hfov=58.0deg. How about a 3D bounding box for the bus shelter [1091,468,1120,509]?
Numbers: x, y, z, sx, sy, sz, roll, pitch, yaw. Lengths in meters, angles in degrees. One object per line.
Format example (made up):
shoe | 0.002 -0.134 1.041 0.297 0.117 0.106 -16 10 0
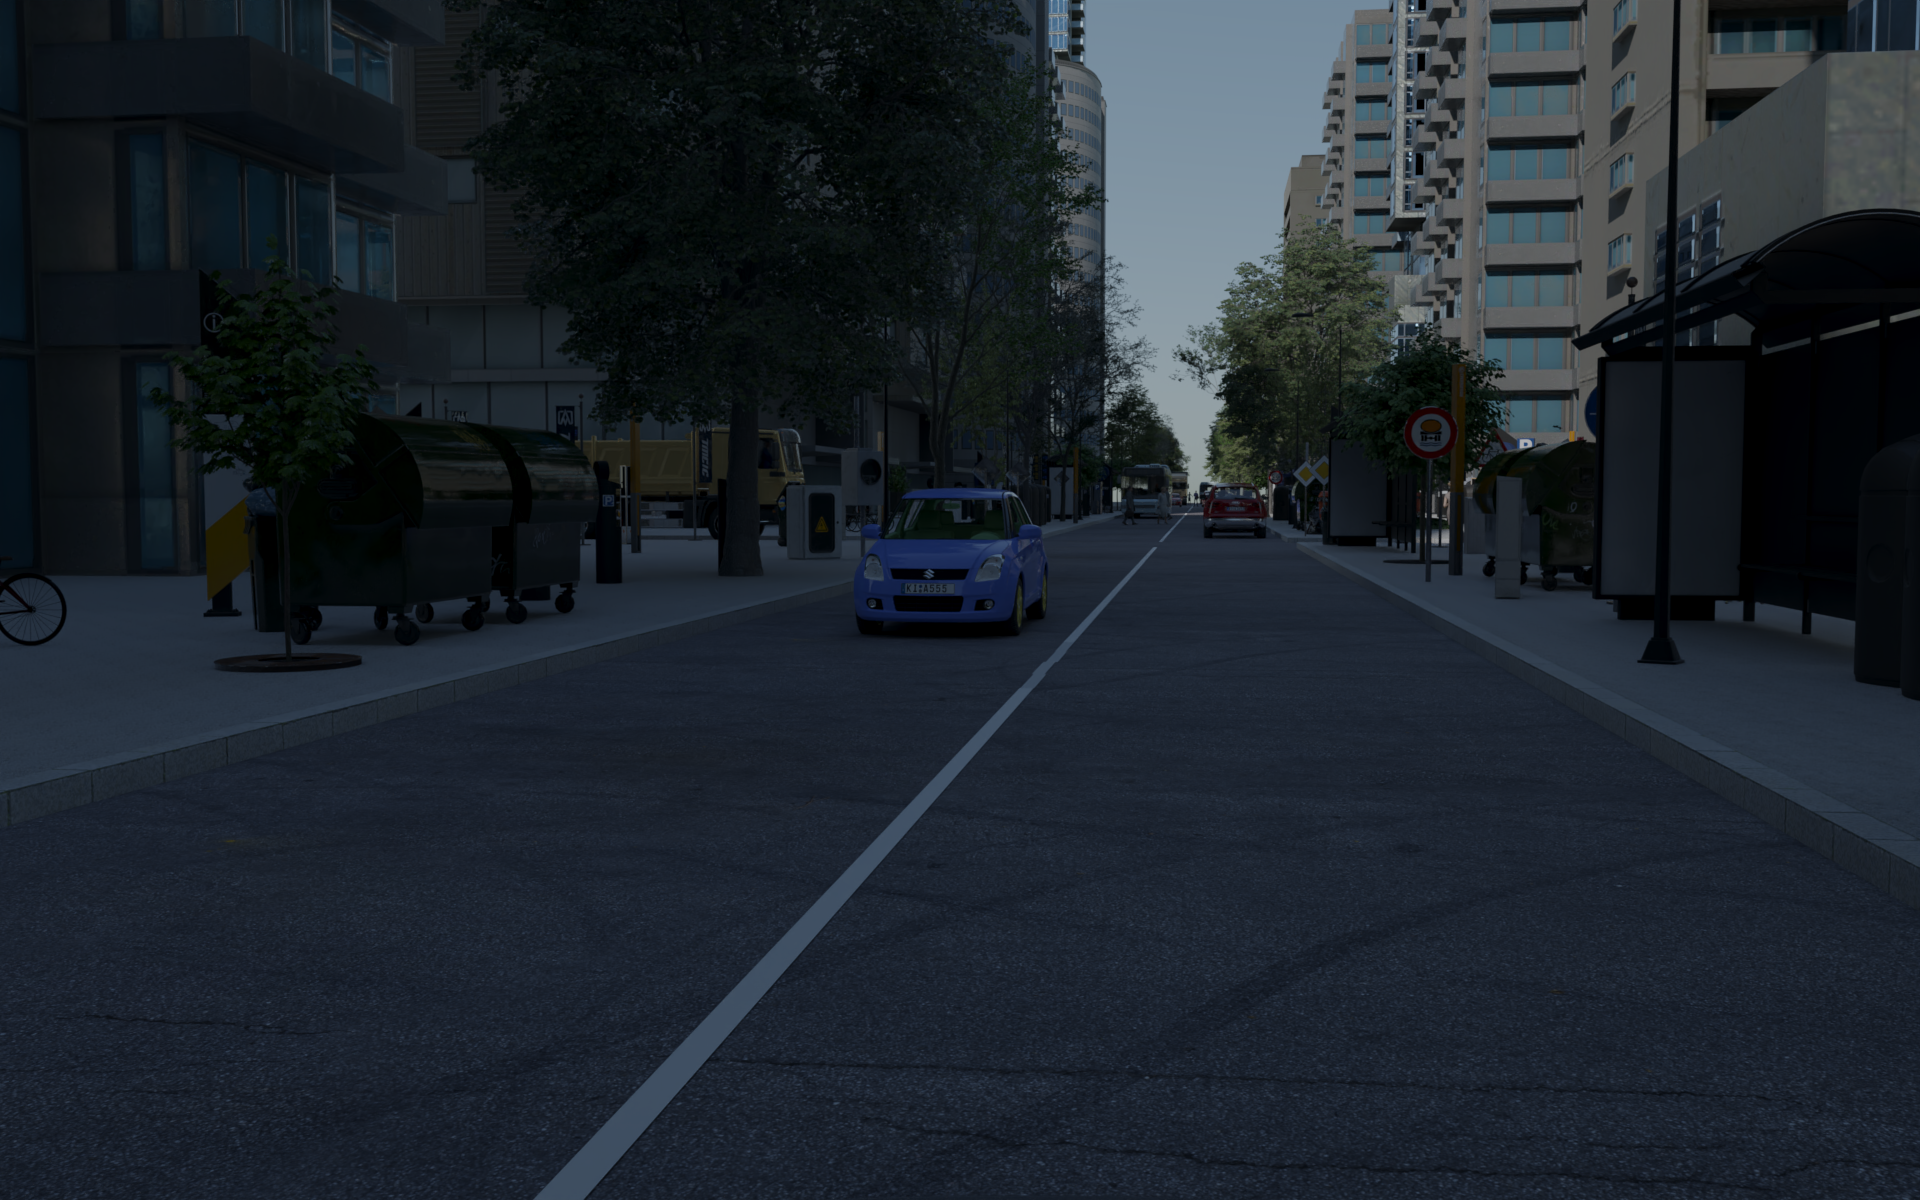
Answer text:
bus shelter | 10.256 -7.933 123.626 2.014 3.302 5.546 0 4 8

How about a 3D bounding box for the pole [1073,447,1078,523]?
pole | 5.050 -5.002 75.621 0.158 3.312 0.155 0 3 0

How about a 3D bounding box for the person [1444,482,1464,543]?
person | 13.290 -2.303 46.488 0.599 1.781 0.374 1 4 17

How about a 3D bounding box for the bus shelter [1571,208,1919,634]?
bus shelter | 6.898 -1.292 15.042 2.014 3.302 5.546 1 4 8

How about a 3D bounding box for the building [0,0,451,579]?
building | -25.743 -24.950 27.534 30.456 49.044 23.786 0 4 8

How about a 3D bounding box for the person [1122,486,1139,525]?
person | 7.920 -4.396 80.479 0.767 1.812 0.694 1 4 9

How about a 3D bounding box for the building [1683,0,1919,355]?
building | 23.008 -43.053 16.596 22.319 86.520 31.000 0 4 8

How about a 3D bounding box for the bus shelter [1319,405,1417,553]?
bus shelter | 9.463 -2.814 39.939 2.014 3.302 5.546 1 4 8

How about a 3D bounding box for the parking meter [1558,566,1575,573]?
parking meter | 9.898 -1.212 28.220 0.372 1.533 0.369 0 3 0

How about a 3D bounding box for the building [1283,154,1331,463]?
building | 56.336 -37.822 242.087 21.300 48.544 21.600 0 4 8

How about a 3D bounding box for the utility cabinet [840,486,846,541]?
utility cabinet | -3.710 -2.349 47.085 1.173 1.500 0.318 -1 4 -9

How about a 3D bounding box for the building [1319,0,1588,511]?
building | 48.123 -33.942 174.559 23.786 49.044 30.456 0 4 8

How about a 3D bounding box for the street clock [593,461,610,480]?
street clock | -7.786 -2.021 37.622 0.358 2.002 0.471 -2 4 -31

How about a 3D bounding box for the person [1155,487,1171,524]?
person | 9.699 -4.520 82.750 0.694 1.780 0.624 -1 4 -20

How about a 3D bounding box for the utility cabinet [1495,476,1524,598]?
utility cabinet | 6.869 -0.793 21.644 0.318 1.500 1.173 1 4 18

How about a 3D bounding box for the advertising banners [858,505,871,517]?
advertising banners | -5.819 -6.201 97.566 2.074 3.025 0.090 3 5 40

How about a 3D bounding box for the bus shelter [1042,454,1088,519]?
bus shelter | 5.478 -5.869 89.883 2.014 3.302 5.546 0 4 8

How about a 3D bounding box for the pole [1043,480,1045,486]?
pole | 5.144 -6.877 106.288 0.158 3.312 0.155 0 3 0

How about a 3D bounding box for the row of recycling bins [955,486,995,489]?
row of recycling bins | 1.309 -4.957 88.163 3.534 1.692 1.069 0 4 4

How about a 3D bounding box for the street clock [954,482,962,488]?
street clock | -0.101 -5.988 102.480 0.471 2.002 0.358 -3 5 -40

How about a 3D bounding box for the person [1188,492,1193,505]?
person | 30.135 -13.361 227.745 1.217 1.735 0.721 -1 4 -20

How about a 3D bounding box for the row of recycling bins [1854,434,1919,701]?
row of recycling bins | 6.319 -0.195 10.305 1.069 1.692 3.534 0 4 8

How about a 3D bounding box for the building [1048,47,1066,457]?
building | -1.244 -33.846 172.986 23.786 49.044 30.456 0 4 8

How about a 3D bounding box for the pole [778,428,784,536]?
pole | -5.531 -3.653 53.572 0.158 3.312 0.155 0 3 0

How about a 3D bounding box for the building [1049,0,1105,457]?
building | 11.333 -58.136 263.191 22.319 86.520 31.000 0 4 8

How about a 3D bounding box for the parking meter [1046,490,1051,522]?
parking meter | 3.930 -4.294 78.625 0.372 1.533 0.369 0 3 0

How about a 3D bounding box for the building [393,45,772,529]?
building | -18.256 -29.801 76.489 28.713 52.752 27.495 0 4 8

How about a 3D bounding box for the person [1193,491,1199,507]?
person | 26.844 -11.541 197.069 0.709 1.838 0.599 0 4 6

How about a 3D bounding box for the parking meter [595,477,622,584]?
parking meter | -5.045 -1.006 24.862 0.372 1.533 0.369 0 3 0

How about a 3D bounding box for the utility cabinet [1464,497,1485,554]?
utility cabinet | 11.349 -1.587 37.108 1.020 1.237 0.306 0 4 0

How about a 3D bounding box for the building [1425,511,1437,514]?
building | 40.552 -29.870 107.981 23.786 49.044 30.456 0 4 8

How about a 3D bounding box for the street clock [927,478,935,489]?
street clock | -1.250 -4.397 76.456 0.358 2.002 0.471 2 4 30

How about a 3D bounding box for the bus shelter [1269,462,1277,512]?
bus shelter | 19.029 -6.531 100.707 2.014 3.302 5.546 0 4 8

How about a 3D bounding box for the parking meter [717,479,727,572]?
parking meter | -3.790 -1.225 28.441 0.372 1.533 0.369 0 3 0

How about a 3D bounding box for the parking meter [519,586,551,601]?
parking meter | -5.145 -0.764 20.910 0.372 1.533 0.369 0 3 0

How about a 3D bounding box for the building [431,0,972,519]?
building | -14.268 -31.955 111.706 28.713 52.752 27.495 0 4 8

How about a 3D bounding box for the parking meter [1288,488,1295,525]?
parking meter | 13.925 -3.915 72.420 0.372 1.533 0.369 0 3 0

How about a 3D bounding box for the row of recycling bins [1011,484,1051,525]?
row of recycling bins | 2.878 -3.911 71.057 1.069 1.692 3.534 1 4 15

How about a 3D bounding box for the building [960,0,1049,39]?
building | -4.380 -36.793 143.570 21.231 58.520 28.212 0 4 8

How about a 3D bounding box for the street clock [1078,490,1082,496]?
street clock | 7.589 -6.473 110.407 0.358 2.002 0.471 1 4 9

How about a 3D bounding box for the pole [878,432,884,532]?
pole | -2.583 -3.841 56.645 0.158 3.312 0.155 0 3 0

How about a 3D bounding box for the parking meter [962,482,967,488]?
parking meter | 0.218 -4.926 86.255 0.255 1.863 0.399 0 4 1

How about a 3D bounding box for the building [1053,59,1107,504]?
building | 8.383 -42.362 234.618 21.231 58.520 28.212 0 4 8

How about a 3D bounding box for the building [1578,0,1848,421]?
building | 36.331 -27.134 67.350 21.600 48.544 21.300 0 4 8

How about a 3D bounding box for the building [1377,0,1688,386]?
building | 44.292 -50.783 142.981 22.319 86.520 31.000 0 4 8

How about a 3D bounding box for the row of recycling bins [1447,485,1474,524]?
row of recycling bins | 22.087 -4.159 75.107 1.069 1.692 3.534 0 4 -7

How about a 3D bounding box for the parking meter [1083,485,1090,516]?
parking meter | 7.332 -5.797 100.489 0.399 1.863 0.255 2 4 29

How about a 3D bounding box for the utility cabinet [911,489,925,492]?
utility cabinet | -1.683 -4.380 80.296 1.173 1.500 0.318 0 4 7

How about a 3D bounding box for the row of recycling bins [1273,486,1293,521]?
row of recycling bins | 16.427 -4.774 85.174 1.069 1.692 3.534 3 5 39

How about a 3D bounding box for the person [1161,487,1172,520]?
person | 11.463 -5.370 96.401 0.767 1.812 0.694 0 4 5
